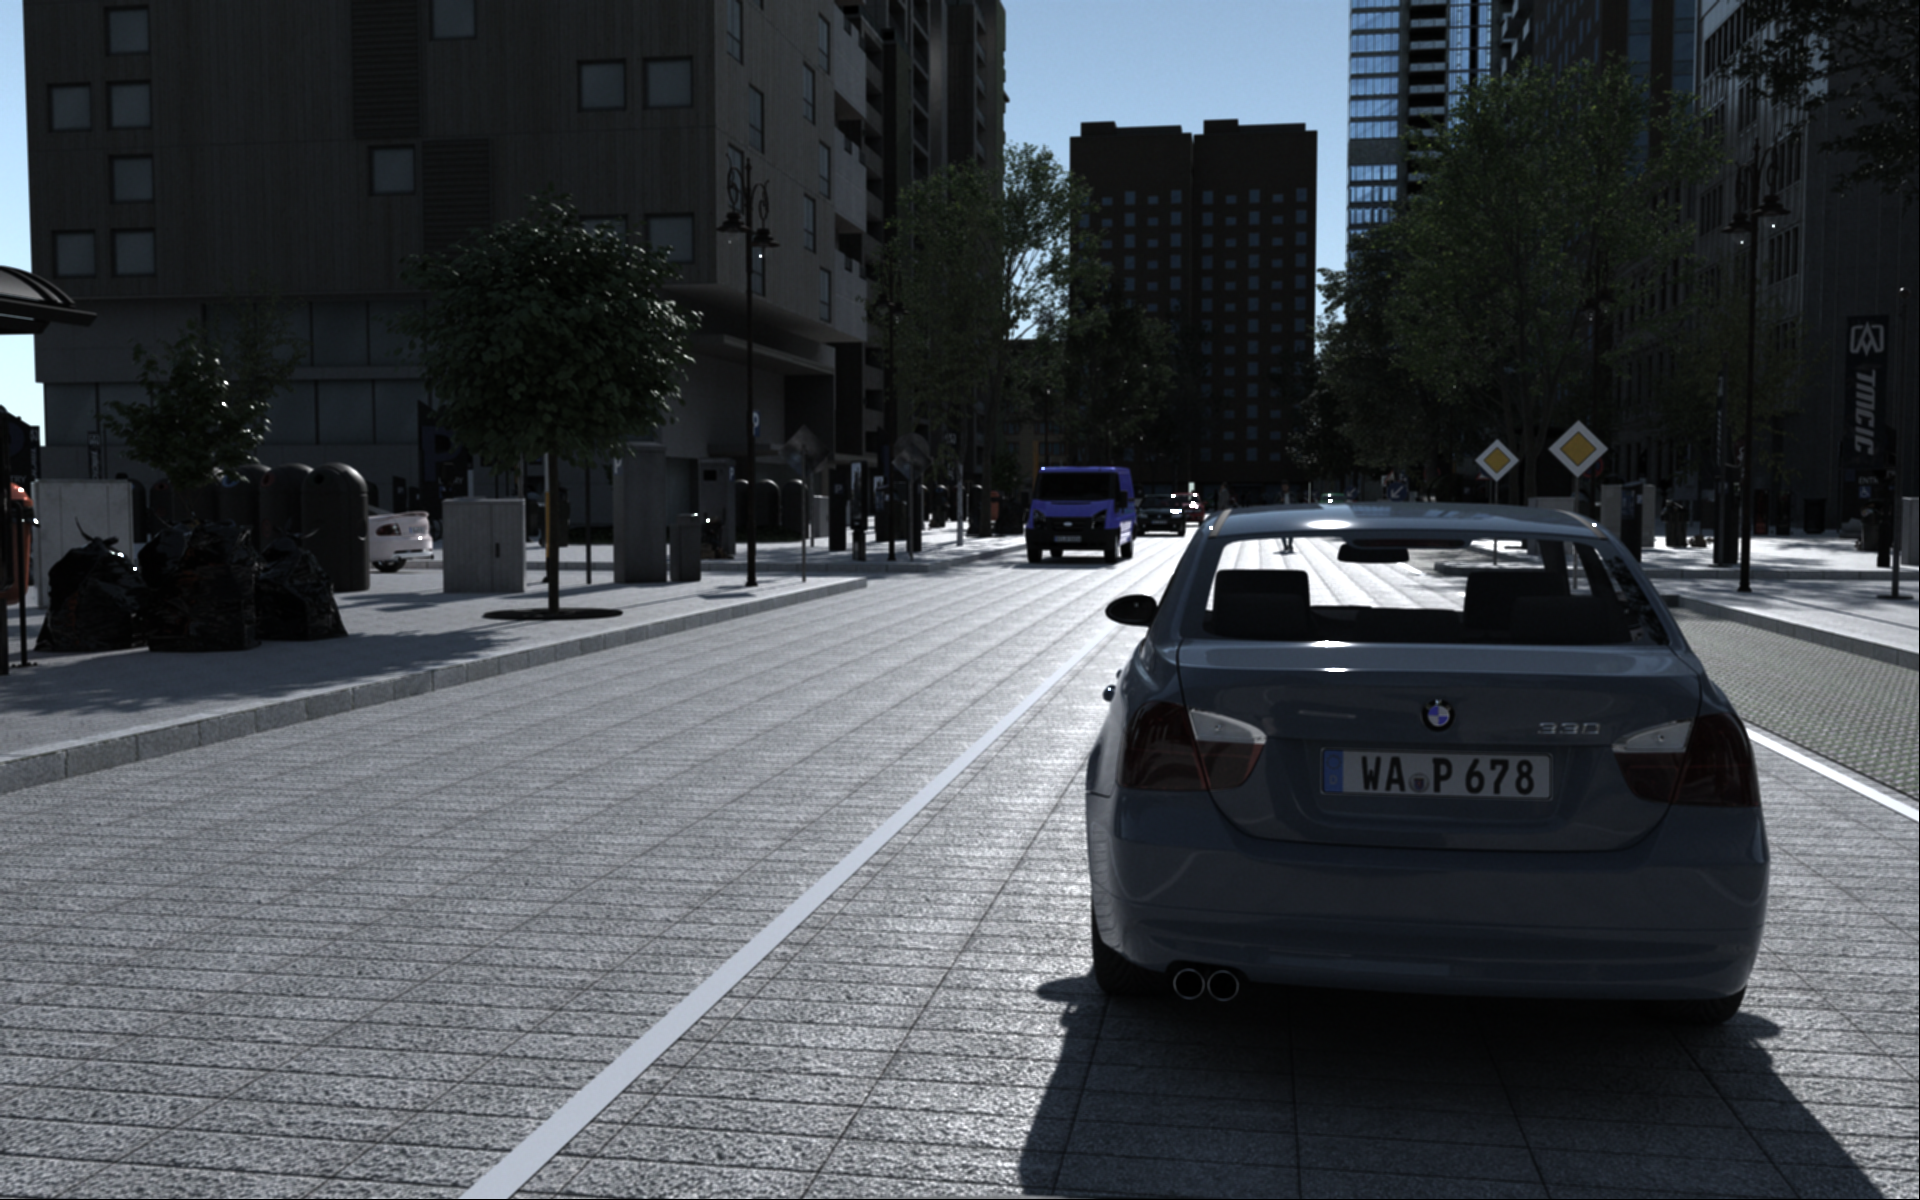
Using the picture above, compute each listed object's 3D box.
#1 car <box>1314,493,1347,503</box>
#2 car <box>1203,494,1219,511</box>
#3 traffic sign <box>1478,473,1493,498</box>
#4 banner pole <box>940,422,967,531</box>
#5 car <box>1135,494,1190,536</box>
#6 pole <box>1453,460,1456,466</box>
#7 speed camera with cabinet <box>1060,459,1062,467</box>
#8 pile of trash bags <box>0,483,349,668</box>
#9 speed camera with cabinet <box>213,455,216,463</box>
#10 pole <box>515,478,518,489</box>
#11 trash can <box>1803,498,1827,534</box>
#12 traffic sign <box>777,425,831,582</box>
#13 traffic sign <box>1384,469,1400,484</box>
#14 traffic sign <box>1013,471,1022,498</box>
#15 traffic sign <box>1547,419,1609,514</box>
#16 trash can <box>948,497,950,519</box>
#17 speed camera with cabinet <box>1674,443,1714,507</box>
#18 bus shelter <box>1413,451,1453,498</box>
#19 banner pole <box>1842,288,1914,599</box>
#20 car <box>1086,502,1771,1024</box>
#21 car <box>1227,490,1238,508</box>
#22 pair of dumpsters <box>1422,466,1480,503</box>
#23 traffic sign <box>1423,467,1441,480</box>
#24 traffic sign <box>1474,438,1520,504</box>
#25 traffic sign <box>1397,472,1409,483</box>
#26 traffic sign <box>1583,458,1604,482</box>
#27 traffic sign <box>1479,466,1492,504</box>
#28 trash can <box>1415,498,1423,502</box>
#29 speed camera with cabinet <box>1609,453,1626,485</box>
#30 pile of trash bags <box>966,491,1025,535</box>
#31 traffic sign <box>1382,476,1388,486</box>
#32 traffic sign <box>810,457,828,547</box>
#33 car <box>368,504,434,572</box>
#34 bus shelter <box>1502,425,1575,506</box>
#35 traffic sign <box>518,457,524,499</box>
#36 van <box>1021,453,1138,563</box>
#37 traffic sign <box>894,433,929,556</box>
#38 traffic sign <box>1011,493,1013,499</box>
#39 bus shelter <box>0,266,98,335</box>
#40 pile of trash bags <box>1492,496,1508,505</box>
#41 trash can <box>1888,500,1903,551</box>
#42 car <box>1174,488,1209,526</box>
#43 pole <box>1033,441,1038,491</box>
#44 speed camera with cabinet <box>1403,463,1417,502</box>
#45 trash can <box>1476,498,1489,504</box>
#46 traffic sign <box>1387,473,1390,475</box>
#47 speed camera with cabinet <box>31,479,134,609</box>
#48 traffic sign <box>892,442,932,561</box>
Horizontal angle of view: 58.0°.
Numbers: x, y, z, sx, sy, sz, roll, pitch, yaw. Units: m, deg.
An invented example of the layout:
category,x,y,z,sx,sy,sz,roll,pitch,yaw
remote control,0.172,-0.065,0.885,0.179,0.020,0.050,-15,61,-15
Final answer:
category,x,y,z,sx,sy,sz,roll,pitch,yaw
car,20.326,-5.235,94.388,1.959,1.807,4.718,1,4,10
car,21.649,-8.440,146.795,1.959,1.807,4.718,1,4,11
traffic sign,19.954,-4.010,65.567,0.884,2.594,0.081,1,4,13
banner pole,-0.171,-4.278,59.957,0.863,3.779,0.401,-1,4,-18
car,7.023,-3.103,60.513,2.009,1.686,4.222,1,4,8
pole,29.706,-6.751,104.225,0.158,3.312,0.155,0,3,0
speed camera with cabinet,5.612,-6.436,99.571,0.660,3.252,2.038,0,4,3
pile of trash bags,-6.778,-0.276,14.263,1.912,1.369,3.447,1,4,17
speed camera with cabinet,-24.070,-3.879,57.759,2.038,3.252,0.660,0,4,-1
pole,-13.862,-3.697,54.285,0.158,3.312,0.155,0,3,0
trash can,27.515,-2.698,55.762,0.748,1.137,0.748,0,3,0
traffic sign,-2.271,-1.318,25.194,0.795,2.450,0.064,1,4,10
traffic sign,22.862,-5.604,91.623,0.884,2.594,0.081,1,4,13
traffic sign,2.565,-5.035,82.430,0.768,2.556,0.104,1,4,19
traffic sign,8.316,-1.206,23.364,0.795,2.450,0.064,1,4,10
trash can,-0.321,-4.742,89.185,0.748,1.137,0.748,0,3,0
speed camera with cabinet,28.365,-4.386,66.044,2.038,3.252,0.660,0,4,-2
bus shelter,25.850,-6.336,94.873,1.731,3.624,6.357,1,4,10
banner pole,11.278,-1.911,21.262,0.863,3.779,0.401,2,4,28
car,1.469,0.362,6.092,2.014,1.417,4.499,1,4,10
car,27.689,-10.448,179.498,2.281,1.827,5.304,1,4,12
pair of dumpsters,17.367,-3.594,61.258,1.574,2.255,4.437,1,4,10
traffic sign,21.155,-4.744,77.674,0.768,2.556,0.104,1,4,14
traffic sign,9.666,-1.688,31.235,0.795,2.450,0.064,1,4,10
traffic sign,24.954,-5.980,97.877,0.768,2.556,0.104,1,4,17
traffic sign,19.868,-3.333,54.598,0.768,2.556,0.104,1,4,13
traffic sign,16.949,-3.377,55.316,0.768,2.556,0.104,1,4,18
trash can,17.405,-3.260,64.953,0.748,1.137,0.748,0,3,0
speed camera with cabinet,30.603,-5.371,82.150,2.038,3.252,0.660,-2,4,-24
pile of trash bags,1.112,-2.784,55.275,1.912,1.369,3.447,0,4,2
traffic sign,23.388,-5.675,94.923,0.606,2.300,0.079,1,4,14
traffic sign,-3.606,-2.576,42.217,0.768,2.556,0.104,1,4,14
car,-12.016,-1.168,31.467,4.827,1.381,2.083,1,4,11
bus shelter,20.391,-4.267,61.053,1.731,3.624,6.357,1,4,10
traffic sign,-6.487,-1.557,25.570,0.768,2.556,0.104,1,4,15
van,2.684,-2.040,37.744,2.240,2.365,5.245,1,4,11
traffic sign,-1.020,-2.191,35.922,0.768,2.556,0.104,1,4,11
traffic sign,2.516,-5.117,83.767,0.768,2.556,0.104,1,4,10
bus shelter,-9.065,-1.153,12.781,2.014,3.302,5.546,1,4,10
pile of trash bags,21.762,-3.606,68.711,3.447,1.369,1.912,0,4,-6
trash can,21.443,-1.691,39.294,0.748,1.137,0.748,0,3,0
car,10.159,-4.239,78.344,2.155,1.783,4.494,1,4,9
pole,2.891,-4.424,66.169,0.158,3.312,0.155,0,3,0
speed camera with cabinet,26.408,-6.586,102.012,2.038,3.252,0.660,-3,5,-40
trash can,19.292,-3.210,64.139,0.748,1.137,0.748,0,3,0
traffic sign,26.136,-6.412,104.948,0.768,2.556,0.104,1,4,15
speed camera with cabinet,-10.416,-1.530,19.351,2.038,3.252,0.660,-2,4,-32
traffic sign,-0.921,-1.800,33.065,0.795,2.450,0.064,1,4,10
